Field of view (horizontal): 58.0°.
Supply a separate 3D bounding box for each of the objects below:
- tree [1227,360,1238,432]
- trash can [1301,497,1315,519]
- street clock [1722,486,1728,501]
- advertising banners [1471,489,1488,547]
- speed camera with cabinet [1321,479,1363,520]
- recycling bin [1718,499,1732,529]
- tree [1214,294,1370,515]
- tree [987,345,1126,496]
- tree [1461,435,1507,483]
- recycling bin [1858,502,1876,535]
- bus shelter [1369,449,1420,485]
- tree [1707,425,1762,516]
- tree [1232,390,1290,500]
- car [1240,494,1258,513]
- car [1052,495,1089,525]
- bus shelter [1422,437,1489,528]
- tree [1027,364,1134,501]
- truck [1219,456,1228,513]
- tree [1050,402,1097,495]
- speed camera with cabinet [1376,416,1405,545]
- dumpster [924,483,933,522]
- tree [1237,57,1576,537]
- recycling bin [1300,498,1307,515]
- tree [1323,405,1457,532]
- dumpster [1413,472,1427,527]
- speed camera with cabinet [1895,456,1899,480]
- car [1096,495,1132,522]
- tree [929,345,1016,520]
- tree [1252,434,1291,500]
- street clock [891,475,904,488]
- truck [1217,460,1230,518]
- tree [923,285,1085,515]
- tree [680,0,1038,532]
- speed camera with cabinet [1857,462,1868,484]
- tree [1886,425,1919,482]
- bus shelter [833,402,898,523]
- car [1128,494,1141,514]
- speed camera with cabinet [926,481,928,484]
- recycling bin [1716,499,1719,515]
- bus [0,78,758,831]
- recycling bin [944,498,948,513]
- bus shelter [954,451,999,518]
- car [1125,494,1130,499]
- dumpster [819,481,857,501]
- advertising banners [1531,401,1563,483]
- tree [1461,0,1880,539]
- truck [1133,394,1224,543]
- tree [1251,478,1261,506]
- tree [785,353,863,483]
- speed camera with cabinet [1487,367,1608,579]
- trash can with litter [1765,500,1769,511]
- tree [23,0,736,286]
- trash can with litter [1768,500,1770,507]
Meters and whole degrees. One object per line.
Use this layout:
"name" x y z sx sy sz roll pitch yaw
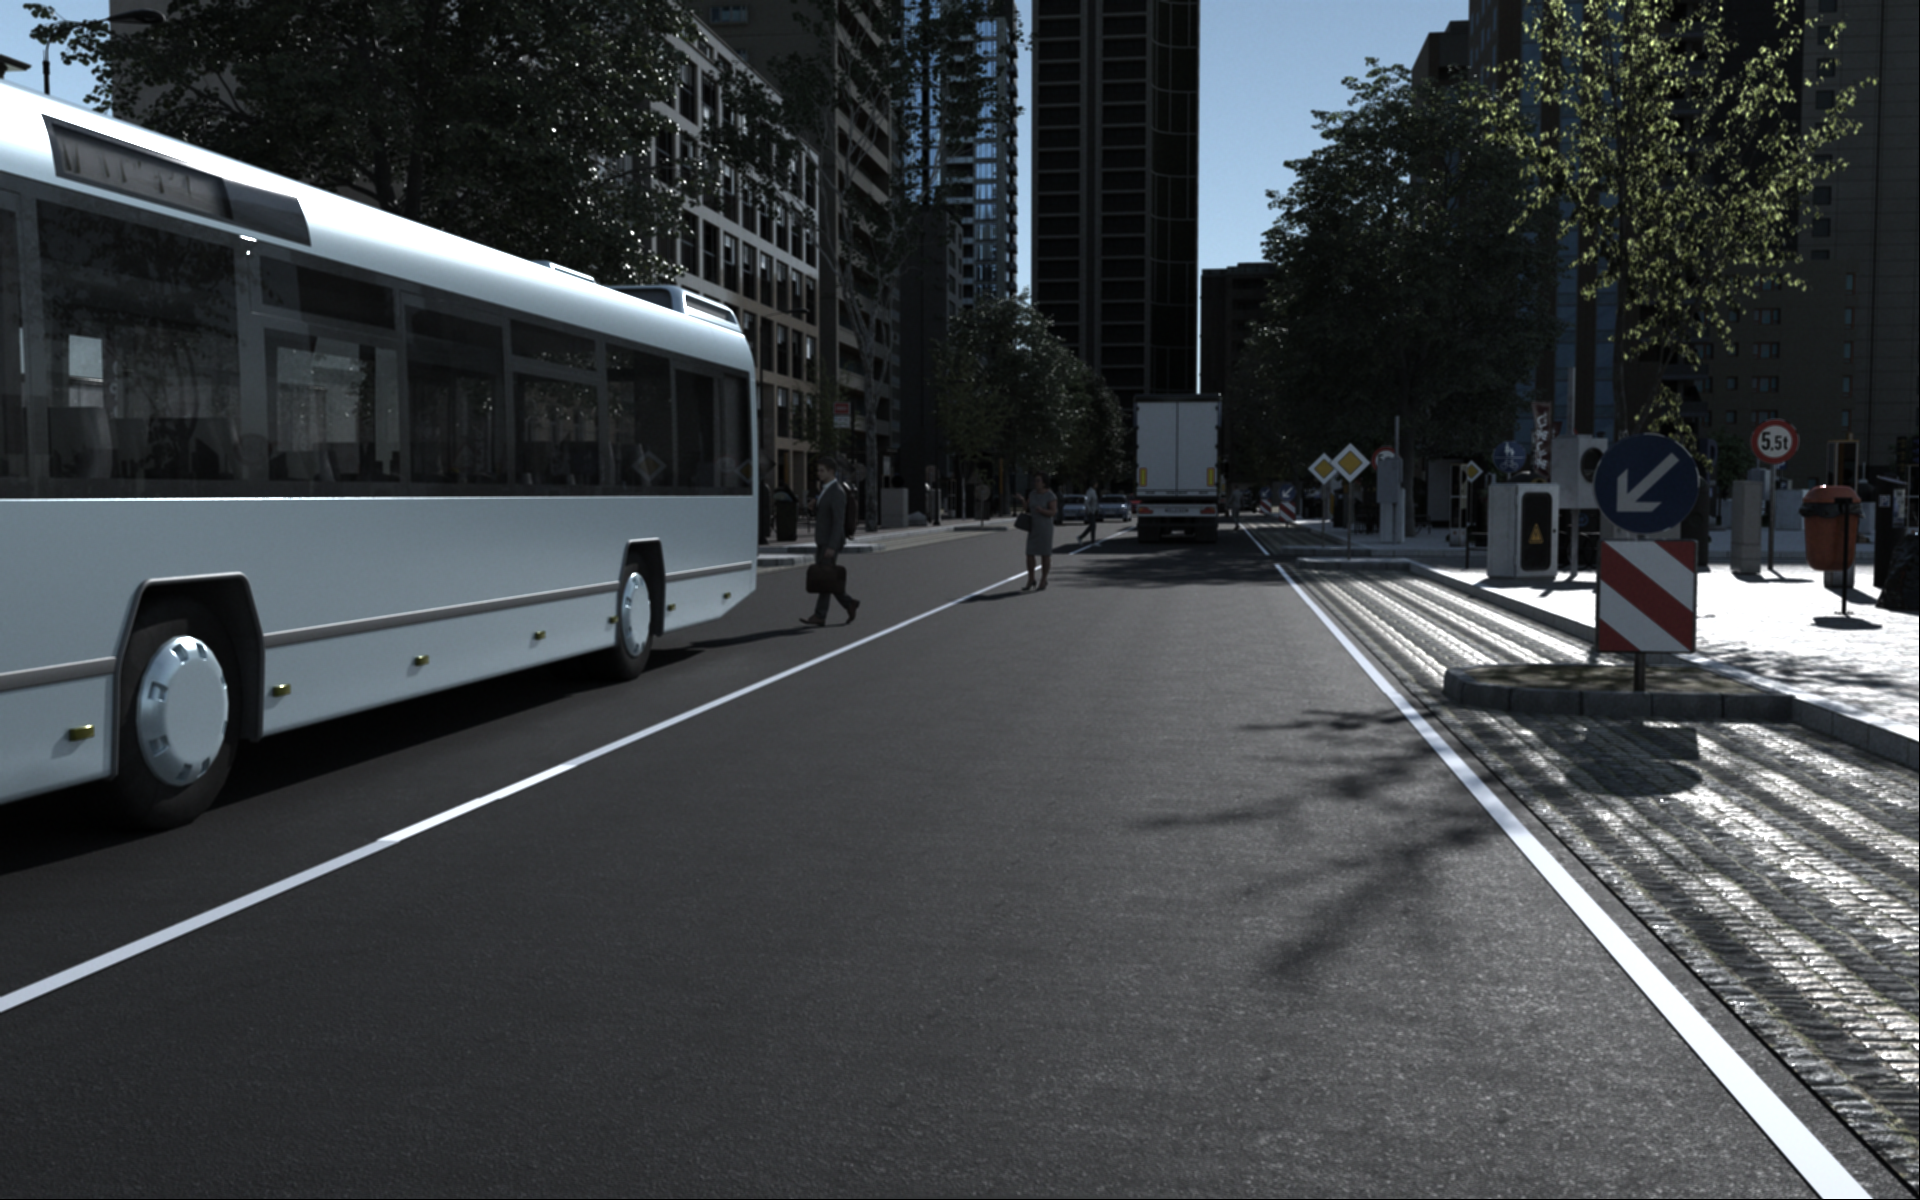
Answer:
"tree" 23.380 -13.028 119.670 9.857 13.997 8.962 0 3 0
"trash can" 18.121 -4.803 90.187 0.748 1.137 0.748 0 3 0
"street clock" 37.721 -4.945 85.414 0.358 2.002 0.471 2 4 29
"advertising banners" 13.425 -2.787 41.758 2.074 3.025 0.090 0 4 6
"speed camera with cabinet" 18.814 -5.554 85.145 2.038 3.252 0.660 0 4 4
"recycling bin" 28.326 -3.107 63.349 0.722 1.027 0.722 3 5 41
"tree" 20.604 -11.965 106.003 12.009 13.543 11.850 0 3 0
"tree" 5.429 -11.752 117.898 9.928 11.665 9.643 0 3 0
"tree" 26.159 -6.324 87.114 4.285 4.588 4.351 0 3 0
"recycling bin" 28.412 -2.574 54.641 0.722 1.027 0.722 3 4 38
"bus shelter" 21.220 -6.592 85.409 2.179 5.291 8.768 1 4 8
"tree" 35.556 -5.939 80.822 4.285 4.588 4.351 0 3 0
"tree" 32.008 -16.073 180.918 7.486 12.596 7.792 0 3 0
"car" 21.735 -7.486 132.179 2.009 1.686 4.222 1 4 8
"car" 5.375 -4.323 82.687 2.014 1.417 4.499 0 4 7
"bus shelter" 18.245 -4.270 63.732 2.014 3.302 5.546 1 4 8
"tree" 10.471 -14.308 150.949 9.611 12.733 9.660 0 3 0
"truck" 19.114 -8.805 132.867 2.839 4.237 11.283 0 4 7
"tree" 8.344 -11.308 135.255 4.737 8.622 4.395 0 3 0
"speed camera with cabinet" 11.099 -3.075 44.612 0.660 3.252 2.038 1 4 19
"dumpster" -1.983 -4.428 78.149 1.264 1.857 1.865 1 4 8
"tree" 13.466 -8.866 51.609 9.857 13.997 8.962 0 3 0
"recycling bin" 20.918 -5.603 104.163 0.722 1.027 0.722 2 4 30
"tree" 14.006 -4.608 59.052 4.285 4.588 4.351 0 3 0
"dumpster" 17.576 -4.000 67.900 1.502 2.255 1.985 1 4 8
"speed camera with cabinet" 48.407 -5.849 89.973 0.660 3.252 2.038 2 4 31
"car" 7.999 -4.790 90.324 2.014 1.417 4.499 1 4 9
"tree" 0.317 -8.232 84.959 4.737 8.622 4.395 0 3 0
"tree" 29.022 -12.932 161.803 4.737 8.622 4.395 0 3 0
"street clock" -2.407 -3.815 66.947 0.471 2.002 0.358 -1 4 -14
"truck" 10.122 -4.931 76.540 3.469 3.379 9.791 1 4 9
"tree" 2.668 -12.135 105.065 9.857 13.997 8.962 0 3 0
"tree" -4.363 -12.332 57.515 12.611 20.169 13.585 0 3 0
"speed camera with cabinet" 55.815 -6.961 108.156 0.660 3.252 2.038 0 4 -3
"tree" 40.214 -5.361 71.366 4.285 4.588 4.351 0 3 0
"bus shelter" -4.055 -6.137 77.967 2.179 5.291 8.768 1 4 8
"car" 11.689 -6.326 112.469 2.155 1.783 4.494 0 4 7
"speed camera with cabinet" -2.844 -6.299 97.324 2.038 3.252 0.660 2 4 24
"recycling bin" 41.833 -5.027 94.739 0.722 1.027 0.722 3 5 44
"bus" -4.130 -0.944 10.300 2.948 3.499 13.247 0 4 8
"recycling bin" -0.630 -6.418 117.482 0.722 1.027 0.722 1 4 21
"bus shelter" 0.955 -6.471 97.088 1.731 3.624 6.357 1 4 8
"car" 12.614 -7.018 126.549 2.131 1.459 4.920 1 4 9
"dumpster" -4.928 -3.917 69.806 1.264 1.857 1.865 1 4 8
"advertising banners" 11.716 -2.264 33.208 2.074 3.025 0.090 -2 4 -24
"tree" 8.048 -4.269 20.154 4.360 8.622 3.978 0 3 0
"truck" 6.865 -3.988 54.117 2.839 4.237 11.283 0 4 8
"tree" 32.804 -11.878 188.806 1.663 3.219 1.824 0 3 0
"tree" -6.854 -8.533 89.880 4.737 8.622 4.395 0 3 0
"speed camera with cabinet" 9.049 -1.975 26.622 2.038 3.252 0.660 -2 4 -30
"trash can with litter" 48.762 -5.707 104.362 1.678 1.210 2.233 -1 4 -20
"tree" -8.334 -7.315 26.261 9.857 13.997 8.962 0 3 0
"trash can with litter" 38.354 -4.296 81.625 1.055 1.170 0.624 -3 5 -44
